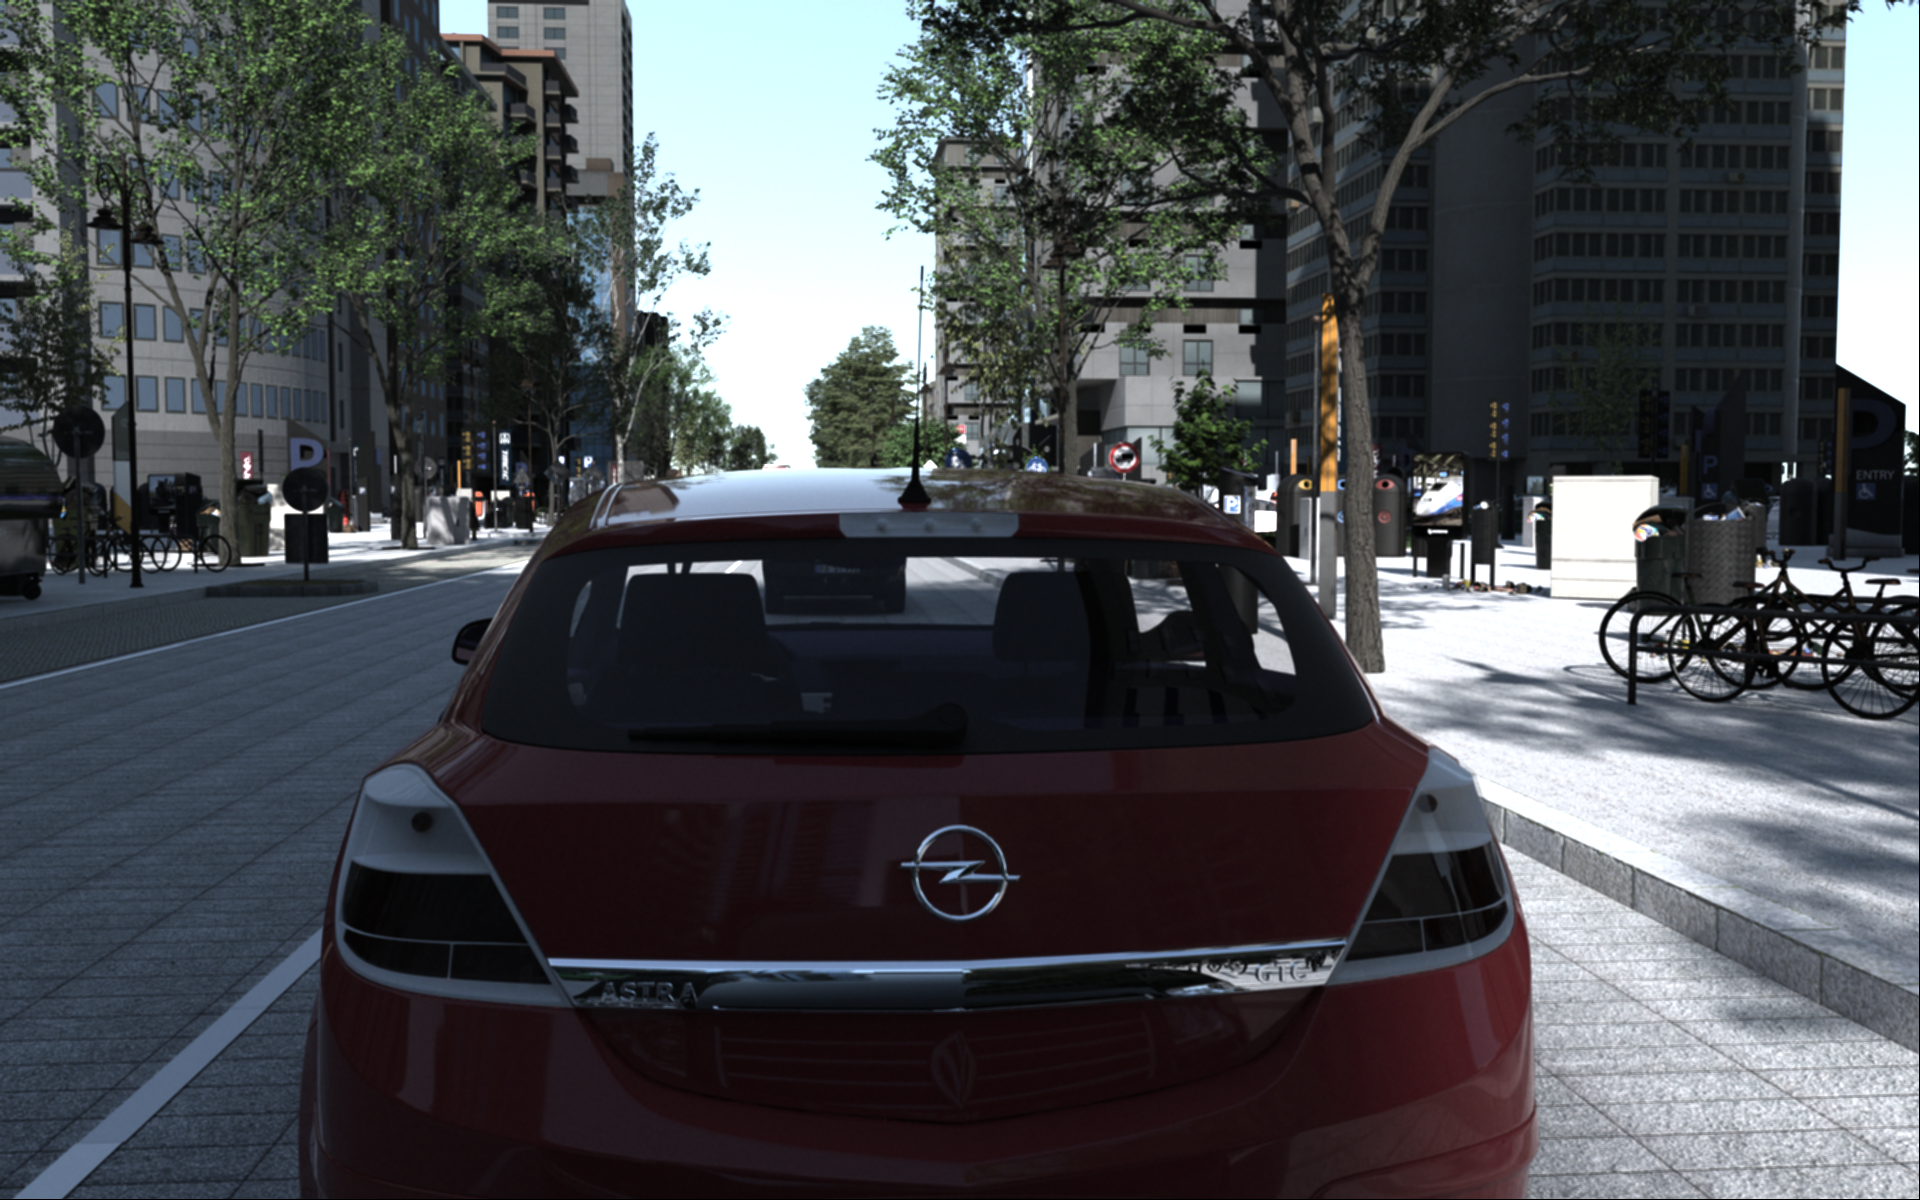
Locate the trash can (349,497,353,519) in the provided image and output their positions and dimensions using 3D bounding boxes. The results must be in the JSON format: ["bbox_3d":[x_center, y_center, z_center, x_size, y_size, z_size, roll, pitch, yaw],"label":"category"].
[{"bbox_3d":[-30.138,-4.533,85.774,0.748,1.137,0.748,0,3,0],"label":"trash can"}]

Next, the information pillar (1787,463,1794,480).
[{"bbox_3d":[45.503,-6.337,94.964,0.504,3.616,0.183,-2,4,-30],"label":"information pillar"}]

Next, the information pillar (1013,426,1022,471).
[{"bbox_3d":[1.984,-4.182,59.735,0.183,3.616,0.504,-2,4,-29],"label":"information pillar"}]

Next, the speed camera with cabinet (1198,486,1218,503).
[{"bbox_3d":[9.510,-4.336,65.233,0.660,3.252,2.038,0,4,-7],"label":"speed camera with cabinet"}]

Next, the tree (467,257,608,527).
[{"bbox_3d":[-15.792,-8.158,67.800,7.601,10.594,8.767,0,4,5],"label":"tree"}]

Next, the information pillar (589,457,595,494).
[{"bbox_3d":[-23.173,-7.205,109.161,0.504,3.616,0.183,2,4,28],"label":"information pillar"}]

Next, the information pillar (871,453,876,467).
[{"bbox_3d":[-4.854,-6.488,97.425,0.183,3.616,0.504,2,4,31],"label":"information pillar"}]

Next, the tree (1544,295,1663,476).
[{"bbox_3d":[23.745,-6.912,63.376,4.737,8.622,4.395,0,3,0],"label":"tree"}]

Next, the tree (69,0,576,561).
[{"bbox_3d":[-12.930,-6.975,39.794,9.928,11.665,9.643,0,3,0],"label":"tree"}]

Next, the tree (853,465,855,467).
[{"bbox_3d":[-9.121,-13.069,164.043,4.360,8.622,3.978,0,3,0],"label":"tree"}]

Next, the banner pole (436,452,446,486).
[{"bbox_3d":[-30.973,-6.917,103.114,0.401,3.779,0.863,3,5,40],"label":"banner pole"}]

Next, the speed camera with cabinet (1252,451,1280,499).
[{"bbox_3d":[13.288,-5.078,77.360,0.660,3.252,2.038,-2,4,-25],"label":"speed camera with cabinet"}]

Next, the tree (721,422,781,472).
[{"bbox_3d":[-33.471,-21.989,276.525,9.611,12.733,9.660,0,3,0],"label":"tree"}]

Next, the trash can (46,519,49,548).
[{"bbox_3d":[-20.961,-1.684,39.187,0.748,1.137,0.748,0,3,0],"label":"trash can"}]

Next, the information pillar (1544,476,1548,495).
[{"bbox_3d":[24.280,-4.142,72.216,0.304,2.012,0.304,0,4,-7],"label":"information pillar"}]

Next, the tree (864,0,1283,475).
[{"bbox_3d":[1.934,-6.520,32.360,9.928,11.665,9.643,0,3,0],"label":"tree"}]

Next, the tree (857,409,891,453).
[{"bbox_3d":[-6.899,-11.605,140.106,4.737,8.622,4.395,0,3,0],"label":"tree"}]

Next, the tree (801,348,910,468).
[{"bbox_3d":[-8.596,-14.788,148.431,9.857,13.997,8.962,0,3,0],"label":"tree"}]

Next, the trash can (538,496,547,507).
[{"bbox_3d":[-30.281,-6.970,125.619,0.748,1.137,0.748,0,3,0],"label":"trash can"}]

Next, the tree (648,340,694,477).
[{"bbox_3d":[-20.053,-11.750,117.872,9.928,11.665,9.643,0,3,0],"label":"tree"}]

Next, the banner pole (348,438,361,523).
[{"bbox_3d":[-27.162,-5.366,77.746,0.863,3.779,0.401,1,4,21],"label":"banner pole"}]

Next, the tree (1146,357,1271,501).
[{"bbox_3d":[3.303,-1.818,24.332,1.663,3.219,1.824,0,3,0],"label":"tree"}]

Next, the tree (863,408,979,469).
[{"bbox_3d":[-1.261,-5.028,65.915,4.285,4.588,4.351,0,3,0],"label":"tree"}]

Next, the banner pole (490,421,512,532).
[{"bbox_3d":[-15.636,-4.221,59.030,0.863,3.779,0.401,1,4,14],"label":"banner pole"}]

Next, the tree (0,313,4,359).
[{"bbox_3d":[-24.829,-5.519,40.595,4.360,8.622,3.978,0,3,0],"label":"tree"}]

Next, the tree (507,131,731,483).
[{"bbox_3d":[-18.251,-14.457,92.265,12.611,20.169,13.585,0,3,0],"label":"tree"}]

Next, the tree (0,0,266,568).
[{"bbox_3d":[-13.056,-6.392,30.257,9.928,11.665,9.643,0,3,0],"label":"tree"}]

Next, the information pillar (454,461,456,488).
[{"bbox_3d":[-36.202,-8.126,124.219,0.183,3.616,0.504,-1,4,-13],"label":"information pillar"}]

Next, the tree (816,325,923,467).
[{"bbox_3d":[-6.042,-12.133,116.495,7.486,12.596,7.792,0,3,0],"label":"tree"}]

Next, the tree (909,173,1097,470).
[{"bbox_3d":[0.956,-5.533,40.819,4.737,8.622,4.395,0,3,0],"label":"tree"}]

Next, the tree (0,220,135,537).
[{"bbox_3d":[-24.588,-5.904,46.888,4.737,8.622,4.395,0,3,0],"label":"tree"}]

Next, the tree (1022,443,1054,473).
[{"bbox_3d":[2.732,-4.380,66.222,1.663,3.219,1.824,0,3,0],"label":"tree"}]

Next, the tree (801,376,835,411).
[{"bbox_3d":[-16.064,-24.260,252.538,12.611,20.169,13.585,0,3,0],"label":"tree"}]

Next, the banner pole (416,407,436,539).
[{"bbox_3d":[-15.377,-3.634,49.440,0.401,3.779,0.863,0,4,-2],"label":"banner pole"}]

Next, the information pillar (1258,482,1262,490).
[{"bbox_3d":[18.677,-6.365,108.558,0.304,2.012,0.304,-2,4,-30],"label":"information pillar"}]

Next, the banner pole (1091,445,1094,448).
[{"bbox_3d":[7.022,-6.055,89.013,0.863,3.779,0.401,2,4,28],"label":"banner pole"}]

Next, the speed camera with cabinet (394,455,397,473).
[{"bbox_3d":[-28.112,-5.750,88.355,2.038,3.252,0.660,2,4,25],"label":"speed camera with cabinet"}]

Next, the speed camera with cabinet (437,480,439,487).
[{"bbox_3d":[-32.253,-6.981,108.469,2.038,3.252,0.660,-1,4,-13],"label":"speed camera with cabinet"}]

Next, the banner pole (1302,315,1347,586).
[{"bbox_3d":[5.177,-2.106,24.442,0.863,3.779,0.401,-2,4,-32],"label":"banner pole"}]

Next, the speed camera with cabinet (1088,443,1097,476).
[{"bbox_3d":[4.879,-4.404,66.347,0.660,3.252,2.038,3,5,44],"label":"speed camera with cabinet"}]

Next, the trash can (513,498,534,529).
[{"bbox_3d":[-15.957,-3.160,63.325,0.748,1.137,0.748,0,3,0],"label":"trash can"}]

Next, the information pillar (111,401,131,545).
[{"bbox_3d":[-21.031,-3.189,43.492,0.183,3.616,0.504,1,4,22],"label":"information pillar"}]

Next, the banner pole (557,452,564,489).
[{"bbox_3d":[-23.797,-6.909,102.972,0.401,3.779,0.863,2,4,28],"label":"banner pole"}]

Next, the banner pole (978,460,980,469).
[{"bbox_3d":[1.622,-8.427,127.790,0.863,3.779,0.401,1,4,20],"label":"banner pole"}]

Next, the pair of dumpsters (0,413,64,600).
[{"bbox_3d":[-11.483,-1.002,18.880,1.574,2.255,4.437,0,4,-5],"label":"pair of dumpsters"}]

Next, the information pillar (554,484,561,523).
[{"bbox_3d":[-17.522,-4.327,75.230,0.304,2.012,0.304,0,4,6],"label":"information pillar"}]

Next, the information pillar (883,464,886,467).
[{"bbox_3d":[-5.357,-8.095,123.709,0.183,3.616,0.504,-3,5,-41],"label":"information pillar"}]

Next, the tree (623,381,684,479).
[{"bbox_3d":[-19.733,-9.784,110.324,4.360,8.622,3.978,0,3,0],"label":"tree"}]

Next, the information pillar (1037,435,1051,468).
[{"bbox_3d":[3.375,-4.744,68.924,0.504,3.616,0.183,-1,4,-13],"label":"information pillar"}]

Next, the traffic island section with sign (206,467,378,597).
[{"bbox_3d":[-9.504,-0.994,24.878,1.989,1.847,2.006,0,4,-5],"label":"traffic island section with sign"}]

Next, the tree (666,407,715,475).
[{"bbox_3d":[-21.809,-11.509,138.532,4.737,8.622,4.395,0,3,0],"label":"tree"}]

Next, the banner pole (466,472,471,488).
[{"bbox_3d":[-21.672,-5.281,76.363,0.401,3.779,0.863,0,4,-1],"label":"banner pole"}]

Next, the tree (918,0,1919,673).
[{"bbox_3d":[3.011,-4.778,12.535,8.767,10.594,7.601,1,4,10],"label":"tree"}]
